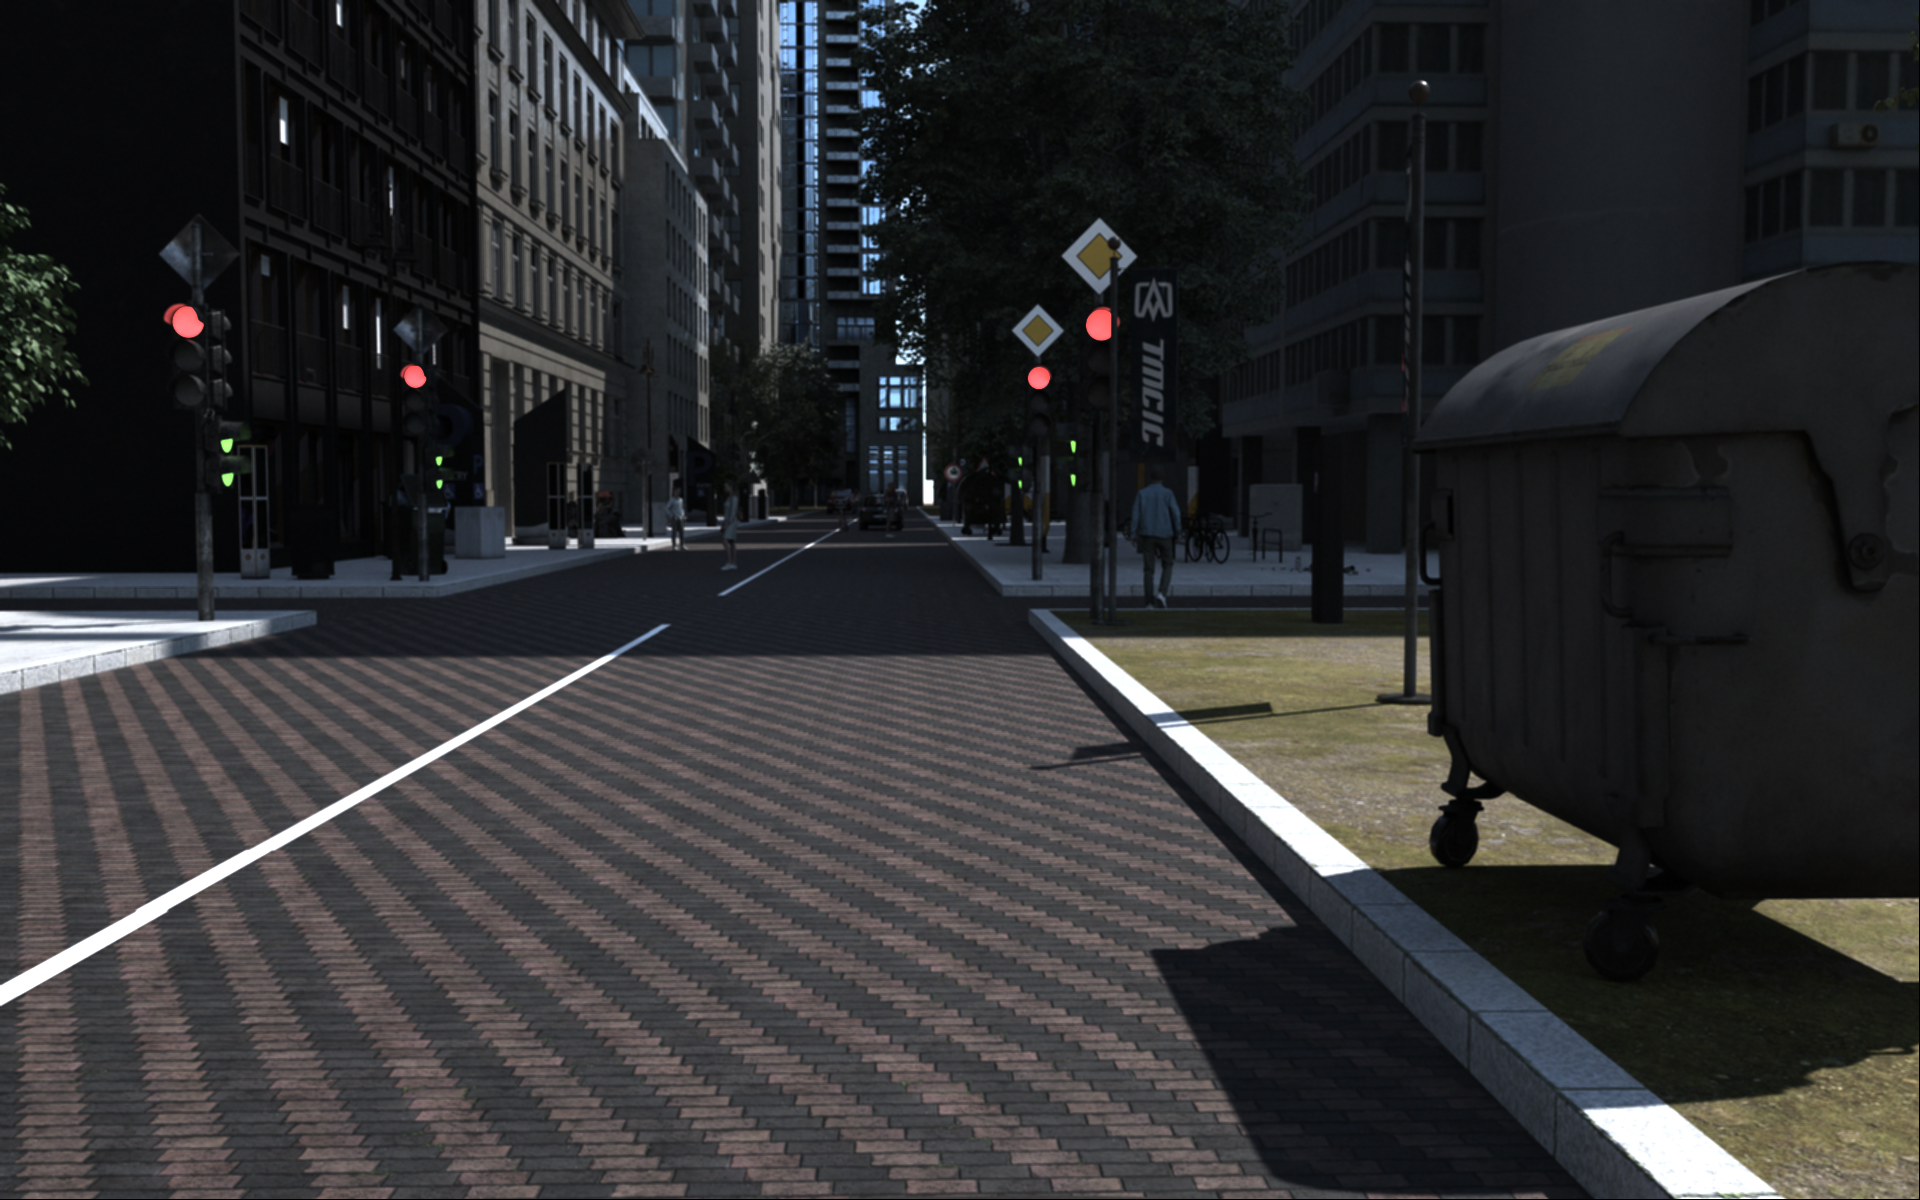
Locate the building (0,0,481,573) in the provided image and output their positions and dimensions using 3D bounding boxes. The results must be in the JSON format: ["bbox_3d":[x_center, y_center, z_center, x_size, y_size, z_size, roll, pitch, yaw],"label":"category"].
[{"bbox_3d":[-17.987,-12.567,35.144,12.332,23.373,15.834,0,4,-2],"label":"building"}]

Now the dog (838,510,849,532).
[{"bbox_3d":[-4.531,-3.040,66.539,0.513,0.831,0.800,1,4,11],"label":"dog"}]

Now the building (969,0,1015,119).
[{"bbox_3d":[7.524,-28.083,142.753,14.154,41.232,14.086,0,4,-2],"label":"building"}]

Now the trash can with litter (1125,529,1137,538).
[{"bbox_3d":[5.282,-2.407,50.735,1.055,1.170,0.624,3,5,40],"label":"trash can with litter"}]

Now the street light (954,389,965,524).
[{"bbox_3d":[-0.016,-6.221,74.501,0.468,5.910,1.993,0,4,-2],"label":"street light"}]

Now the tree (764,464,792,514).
[{"bbox_3d":[-11.672,-7.202,112.351,1.663,3.219,1.824,0,3,0],"label":"tree"}]

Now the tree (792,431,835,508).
[{"bbox_3d":[-13.407,-12.672,157.553,4.360,8.622,3.978,0,3,0],"label":"tree"}]

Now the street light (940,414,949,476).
[{"bbox_3d":[-0.906,-7.810,100.477,0.468,5.910,1.993,0,4,-2],"label":"street light"}]

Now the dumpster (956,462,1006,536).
[{"bbox_3d":[0.663,-3.165,54.249,1.502,2.255,1.985,0,4,-2],"label":"dumpster"}]

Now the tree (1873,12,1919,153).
[{"bbox_3d":[10.107,-3.903,14.183,4.737,8.622,4.395,0,3,0],"label":"tree"}]

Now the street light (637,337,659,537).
[{"bbox_3d":[-9.190,-4.799,51.245,0.468,5.910,1.993,0,4,-2],"label":"street light"}]

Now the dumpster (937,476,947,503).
[{"bbox_3d":[-0.366,-5.171,87.034,1.502,2.255,1.985,0,4,-2],"label":"dumpster"}]

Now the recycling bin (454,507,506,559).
[{"bbox_3d":[-9.555,-1.341,34.481,0.722,1.027,0.722,2,4,25],"label":"recycling bin"}]

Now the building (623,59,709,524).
[{"bbox_3d":[-18.173,-13.941,82.689,10.420,20.320,16.860,0,4,-2],"label":"building"}]

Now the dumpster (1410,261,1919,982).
[{"bbox_3d":[2.229,0.033,5.217,1.264,1.857,1.865,0,4,-2],"label":"dumpster"}]

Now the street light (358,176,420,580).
[{"bbox_3d":[-8.399,-3.231,25.621,0.468,5.910,1.993,0,4,-2],"label":"street light"}]

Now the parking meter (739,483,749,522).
[{"bbox_3d":[-9.784,-4.460,78.630,0.399,1.863,0.255,-2,4,-33],"label":"parking meter"}]

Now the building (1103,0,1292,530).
[{"bbox_3d":[12.408,-18.169,68.763,14.160,30.474,14.107,0,4,-2],"label":"building"}]

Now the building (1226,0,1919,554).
[{"bbox_3d":[19.834,-21.408,41.898,23.993,40.220,32.217,0,4,-2],"label":"building"}]

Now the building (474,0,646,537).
[{"bbox_3d":[-20.850,-13.778,58.550,16.112,22.955,30.059,0,4,-2],"label":"building"}]

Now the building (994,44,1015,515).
[{"bbox_3d":[8.947,-20.984,114.793,14.160,30.474,14.107,0,4,-2],"label":"building"}]

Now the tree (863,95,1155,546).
[{"bbox_3d":[1.465,-7.160,42.828,9.928,11.665,9.643,0,3,0],"label":"tree"}]

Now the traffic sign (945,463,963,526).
[{"bbox_3d":[-0.247,-4.311,70.594,0.768,2.556,0.104,0,4,-1],"label":"traffic sign"}]

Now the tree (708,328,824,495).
[{"bbox_3d":[-11.699,-9.905,96.358,8.767,10.594,7.601,0,4,-2],"label":"tree"}]

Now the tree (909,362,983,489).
[{"bbox_3d":[-0.393,-8.866,95.320,4.737,8.622,4.395,0,3,0],"label":"tree"}]

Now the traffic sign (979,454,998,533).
[{"bbox_3d":[0.795,-3.461,56.586,0.884,2.594,0.081,0,4,-1],"label":"traffic sign"}]

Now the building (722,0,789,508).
[{"bbox_3d":[-30.181,-34.763,157.612,27.495,52.752,28.713,0,4,-2],"label":"building"}]

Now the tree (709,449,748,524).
[{"bbox_3d":[-10.109,-4.879,74.369,1.663,3.219,1.824,0,3,0],"label":"tree"}]

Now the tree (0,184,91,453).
[{"bbox_3d":[-9.252,-1.891,14.632,4.285,4.588,4.351,0,3,0],"label":"tree"}]

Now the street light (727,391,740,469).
[{"bbox_3d":[-10.021,-6.351,76.622,0.468,5.910,1.993,0,4,-2],"label":"street light"}]

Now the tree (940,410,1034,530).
[{"bbox_3d":[1.562,-4.775,61.792,4.285,4.588,4.351,0,3,0],"label":"tree"}]

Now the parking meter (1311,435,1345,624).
[{"bbox_3d":[3.675,-0.708,17.292,0.255,1.863,0.399,0,4,1],"label":"parking meter"}]

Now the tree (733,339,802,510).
[{"bbox_3d":[-13.479,-14.214,139.056,9.857,13.997,8.962,0,3,0],"label":"tree"}]

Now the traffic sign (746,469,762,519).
[{"bbox_3d":[-10.669,-5.465,89.356,0.884,2.594,0.081,0,4,6],"label":"traffic sign"}]

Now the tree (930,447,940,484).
[{"bbox_3d":[-0.206,-7.415,104.948,4.285,4.588,4.351,0,3,0],"label":"tree"}]

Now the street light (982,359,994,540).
[{"bbox_3d":[0.842,-4.612,48.202,0.468,5.910,1.993,0,4,-2],"label":"street light"}]

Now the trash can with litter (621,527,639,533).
[{"bbox_3d":[-11.650,-2.873,58.028,1.678,1.210,2.233,-1,4,-13],"label":"trash can with litter"}]

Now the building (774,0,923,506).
[{"bbox_3d":[-19.825,-54.070,196.709,31.000,86.520,22.319,0,4,-2],"label":"building"}]

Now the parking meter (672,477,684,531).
[{"bbox_3d":[-9.714,-3.299,59.642,0.399,1.863,0.255,-1,4,-9],"label":"parking meter"}]

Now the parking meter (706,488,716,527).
[{"bbox_3d":[-9.681,-3.609,67.419,0.372,1.533,0.369,0,3,0],"label":"parking meter"}]

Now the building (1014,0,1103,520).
[{"bbox_3d":[10.191,-26.927,90.361,14.600,45.320,14.200,0,4,-2],"label":"building"}]

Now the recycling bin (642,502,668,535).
[{"bbox_3d":[-9.519,-2.541,54.100,0.722,1.027,0.722,0,4,-4],"label":"recycling bin"}]

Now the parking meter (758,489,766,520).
[{"bbox_3d":[-9.951,-4.802,86.928,0.372,1.533,0.369,0,3,0],"label":"parking meter"}]

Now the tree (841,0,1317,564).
[{"bbox_3d":[2.251,-7.635,31.482,9.857,13.997,8.962,0,3,0],"label":"tree"}]

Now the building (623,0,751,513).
[{"bbox_3d":[-26.617,-30.269,114.513,23.786,49.044,30.456,0,4,-2],"label":"building"}]

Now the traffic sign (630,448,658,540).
[{"bbox_3d":[-8.756,-2.930,48.011,0.768,2.556,0.104,0,4,1],"label":"traffic sign"}]

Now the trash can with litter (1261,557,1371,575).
[{"bbox_3d":[5.952,-1.063,28.439,1.678,1.210,2.233,0,4,-2],"label":"trash can with litter"}]
